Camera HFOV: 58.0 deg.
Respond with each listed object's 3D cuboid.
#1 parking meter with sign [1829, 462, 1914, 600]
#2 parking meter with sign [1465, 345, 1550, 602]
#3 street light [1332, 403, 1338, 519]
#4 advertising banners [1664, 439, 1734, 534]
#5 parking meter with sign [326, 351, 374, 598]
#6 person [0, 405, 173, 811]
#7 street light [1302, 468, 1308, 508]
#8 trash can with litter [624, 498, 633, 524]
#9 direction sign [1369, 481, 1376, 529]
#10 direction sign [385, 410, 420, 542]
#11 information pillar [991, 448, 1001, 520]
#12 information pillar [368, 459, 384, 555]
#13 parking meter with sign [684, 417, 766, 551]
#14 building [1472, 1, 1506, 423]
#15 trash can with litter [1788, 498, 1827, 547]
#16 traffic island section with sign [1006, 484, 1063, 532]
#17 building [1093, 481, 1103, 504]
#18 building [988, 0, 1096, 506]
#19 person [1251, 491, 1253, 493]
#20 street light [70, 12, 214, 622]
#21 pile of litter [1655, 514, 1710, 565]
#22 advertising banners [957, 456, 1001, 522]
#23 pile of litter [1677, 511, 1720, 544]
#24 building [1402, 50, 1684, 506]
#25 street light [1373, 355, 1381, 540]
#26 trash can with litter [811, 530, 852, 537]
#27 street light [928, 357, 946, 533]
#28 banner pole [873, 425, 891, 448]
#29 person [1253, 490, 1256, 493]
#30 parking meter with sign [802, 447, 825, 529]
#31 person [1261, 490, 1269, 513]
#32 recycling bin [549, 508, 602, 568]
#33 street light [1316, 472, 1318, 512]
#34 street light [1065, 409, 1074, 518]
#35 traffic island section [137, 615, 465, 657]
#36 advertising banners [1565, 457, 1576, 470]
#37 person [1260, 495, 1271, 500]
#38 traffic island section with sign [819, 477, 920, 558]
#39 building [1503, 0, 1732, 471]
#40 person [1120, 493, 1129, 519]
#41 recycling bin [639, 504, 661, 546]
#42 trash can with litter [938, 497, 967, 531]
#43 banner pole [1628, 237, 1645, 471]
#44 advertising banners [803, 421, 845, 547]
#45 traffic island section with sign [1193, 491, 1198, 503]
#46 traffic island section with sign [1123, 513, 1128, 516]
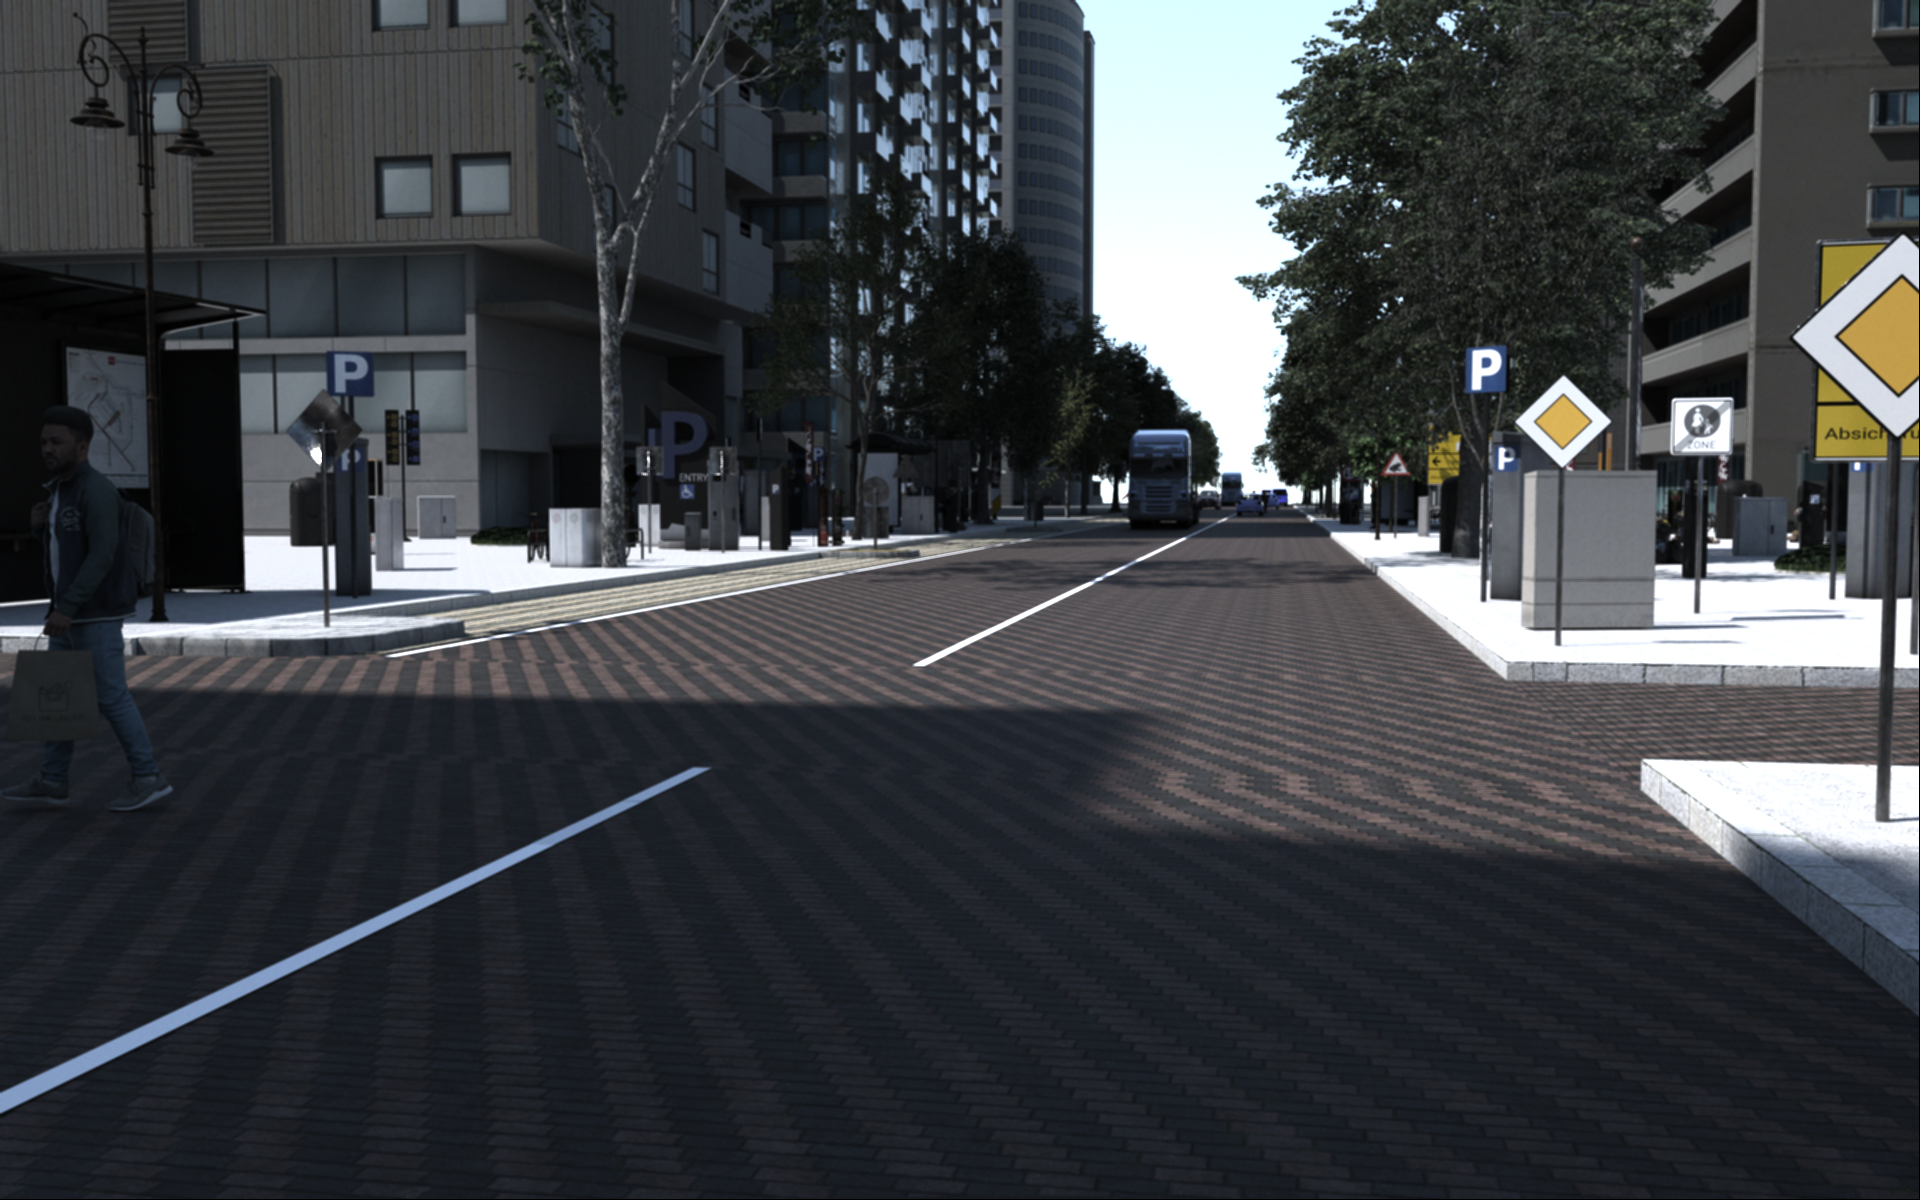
[{"bbox_3d":[11.363,-1.532,21.317,1.738,3.016,0.543,-2,4,-24],"label":"parking meter with sign"},{"bbox_3d":[6.860,-1.518,21.084,1.738,3.016,0.543,-3,5,-41],"label":"parking meter with sign"},{"bbox_3d":[19.069,-7.045,87.979,0.468,5.910,1.993,1,4,10],"label":"street light"},{"bbox_3d":[23.543,-3.607,55.161,2.074,3.025,0.090,0,4,5],"label":"advertising banners"},{"bbox_3d":[-7.720,-1.576,22.030,0.543,3.016,1.738,-1,4,-19],"label":"parking meter with sign"},{"bbox_3d":[-3.941,0.044,7.761,0.713,1.824,0.794,-2,4,-24],"label":"person"},{"bbox_3d":[32.613,-11.612,162.638,0.468,5.910,1.993,1,4,10],"label":"street light"},{"bbox_3d":[-10.111,-2.393,50.519,1.055,1.170,0.624,-3,5,-44],"label":"trash can with litter"},{"bbox_3d":[15.324,-4.401,63.949,0.379,3.537,0.876,0,4,7],"label":"direction sign"},{"bbox_3d":[-15.015,-3.347,46.717,0.876,3.537,0.379,-1,4,-10],"label":"direction sign"},{"bbox_3d":[1.806,-5.831,86.688,0.504,3.616,0.183,-1,4,-12],"label":"information pillar"},{"bbox_3d":[-12.412,-1.969,36.690,0.304,2.012,0.304,0,4,8],"label":"information pillar"},{"bbox_3d":[-5.376,-2.634,39.319,1.738,3.016,0.543,0,4,-2],"label":"parking meter with sign"},{"bbox_3d":[51.440,-31.349,132.169,23.786,49.044,30.456,1,4,10],"label":"building"},{"bbox_3d":[19.845,-1.785,40.572,0.624,1.170,1.055,1,4,22],"label":"trash can with litter"},{"bbox_3d":[2.872,-3.494,65.751,1.989,1.847,2.006,1,4,10],"label":"traffic island section with sign"},{"bbox_3d":[2.152,-32.800,228.165,32.217,40.220,23.993,1,4,10],"label":"building"},{"bbox_3d":[3.588,-40.293,200.789,21.231,58.520,28.212,1,4,10],"label":"building"},{"bbox_3d":[31.704,-10.900,187.451,1.217,1.736,0.721,-1,4,-21],"label":"person"},{"bbox_3d":[-8.076,-2.722,17.285,0.468,5.910,1.993,1,4,10],"label":"street light"},{"bbox_3d":[12.581,-1.091,31.797,1.719,0.858,1.176,-1,4,-16],"label":"pile of litter"},{"bbox_3d":[0.900,-5.085,79.323,2.074,3.025,0.090,0,4,-5],"label":"advertising banners"},{"bbox_3d":[19.136,-1.914,45.266,1.176,0.858,1.719,0,4,1],"label":"pile of litter"},{"bbox_3d":[66.436,-37.500,202.365,28.713,52.752,27.495,1,4,10],"label":"building"},{"bbox_3d":[11.718,-4.626,48.429,0.468,5.910,1.993,1,4,10],"label":"street light"},{"bbox_3d":[-3.706,-2.549,52.733,1.678,1.210,2.233,-1,4,-9],"label":"trash can with litter"},{"bbox_3d":[-0.763,-5.141,56.842,0.468,5.910,1.993,1,4,10],"label":"street light"},{"bbox_3d":[-2.862,-4.433,62.493,0.863,3.779,0.401,-1,4,-19],"label":"banner pole"},{"bbox_3d":[22.232,-7.433,130.963,0.436,1.711,0.756,-1,4,-12],"label":"person"},{"bbox_3d":[-5.605,-4.199,64.917,0.543,3.016,1.738,-2,4,-24],"label":"parking meter with sign"},{"bbox_3d":[22.905,-7.400,130.042,0.990,1.755,0.434,-3,5,-42],"label":"person"},{"bbox_3d":[-6.748,-1.100,30.534,0.722,1.027,0.722,1,4,19],"label":"recycling bin"},{"bbox_3d":[25.357,-9.187,122.991,0.468,5.910,1.993,1,4,10],"label":"street light"},{"bbox_3d":[5.808,-7.322,92.510,0.468,5.910,1.993,1,4,10],"label":"street light"},{"bbox_3d":[-6.126,0.341,16.706,2.009,0.180,2.903,1,4,10],"label":"traffic island section"},{"bbox_3d":[18.759,-3.599,55.027,0.090,3.025,2.074,-2,4,-30],"label":"advertising banners"},{"bbox_3d":[27.687,-9.086,157.771,1.217,1.735,0.721,1,4,16],"label":"person"},{"bbox_3d":[-1.980,-1.872,39.235,1.989,1.847,2.006,1,4,10],"label":"traffic island section with sign"},{"bbox_3d":[42.003,-26.170,111.476,14.154,41.232,14.086,1,4,10],"label":"building"},{"bbox_3d":[9.798,-5.546,99.117,1.348,1.831,0.705,0,4,5],"label":"person"},{"bbox_3d":[-7.450,-1.851,42.817,0.722,1.027,0.722,2,4,26],"label":"recycling bin"},{"bbox_3d":[-0.267,-3.011,60.613,0.624,1.170,1.055,3,5,42],"label":"trash can with litter"},{"bbox_3d":[6.709,-1.662,17.192,0.401,3.779,0.863,2,4,28],"label":"banner pole"},{"bbox_3d":[-3.339,-2.822,42.321,0.090,3.025,2.074,2,4,24],"label":"advertising banners"},{"bbox_3d":[26.592,-11.404,195.082,1.989,1.847,2.006,1,4,10],"label":"traffic island section with sign"},{"bbox_3d":[11.851,-6.485,114.652,1.989,1.847,2.006,1,4,10],"label":"traffic island section with sign"}]
